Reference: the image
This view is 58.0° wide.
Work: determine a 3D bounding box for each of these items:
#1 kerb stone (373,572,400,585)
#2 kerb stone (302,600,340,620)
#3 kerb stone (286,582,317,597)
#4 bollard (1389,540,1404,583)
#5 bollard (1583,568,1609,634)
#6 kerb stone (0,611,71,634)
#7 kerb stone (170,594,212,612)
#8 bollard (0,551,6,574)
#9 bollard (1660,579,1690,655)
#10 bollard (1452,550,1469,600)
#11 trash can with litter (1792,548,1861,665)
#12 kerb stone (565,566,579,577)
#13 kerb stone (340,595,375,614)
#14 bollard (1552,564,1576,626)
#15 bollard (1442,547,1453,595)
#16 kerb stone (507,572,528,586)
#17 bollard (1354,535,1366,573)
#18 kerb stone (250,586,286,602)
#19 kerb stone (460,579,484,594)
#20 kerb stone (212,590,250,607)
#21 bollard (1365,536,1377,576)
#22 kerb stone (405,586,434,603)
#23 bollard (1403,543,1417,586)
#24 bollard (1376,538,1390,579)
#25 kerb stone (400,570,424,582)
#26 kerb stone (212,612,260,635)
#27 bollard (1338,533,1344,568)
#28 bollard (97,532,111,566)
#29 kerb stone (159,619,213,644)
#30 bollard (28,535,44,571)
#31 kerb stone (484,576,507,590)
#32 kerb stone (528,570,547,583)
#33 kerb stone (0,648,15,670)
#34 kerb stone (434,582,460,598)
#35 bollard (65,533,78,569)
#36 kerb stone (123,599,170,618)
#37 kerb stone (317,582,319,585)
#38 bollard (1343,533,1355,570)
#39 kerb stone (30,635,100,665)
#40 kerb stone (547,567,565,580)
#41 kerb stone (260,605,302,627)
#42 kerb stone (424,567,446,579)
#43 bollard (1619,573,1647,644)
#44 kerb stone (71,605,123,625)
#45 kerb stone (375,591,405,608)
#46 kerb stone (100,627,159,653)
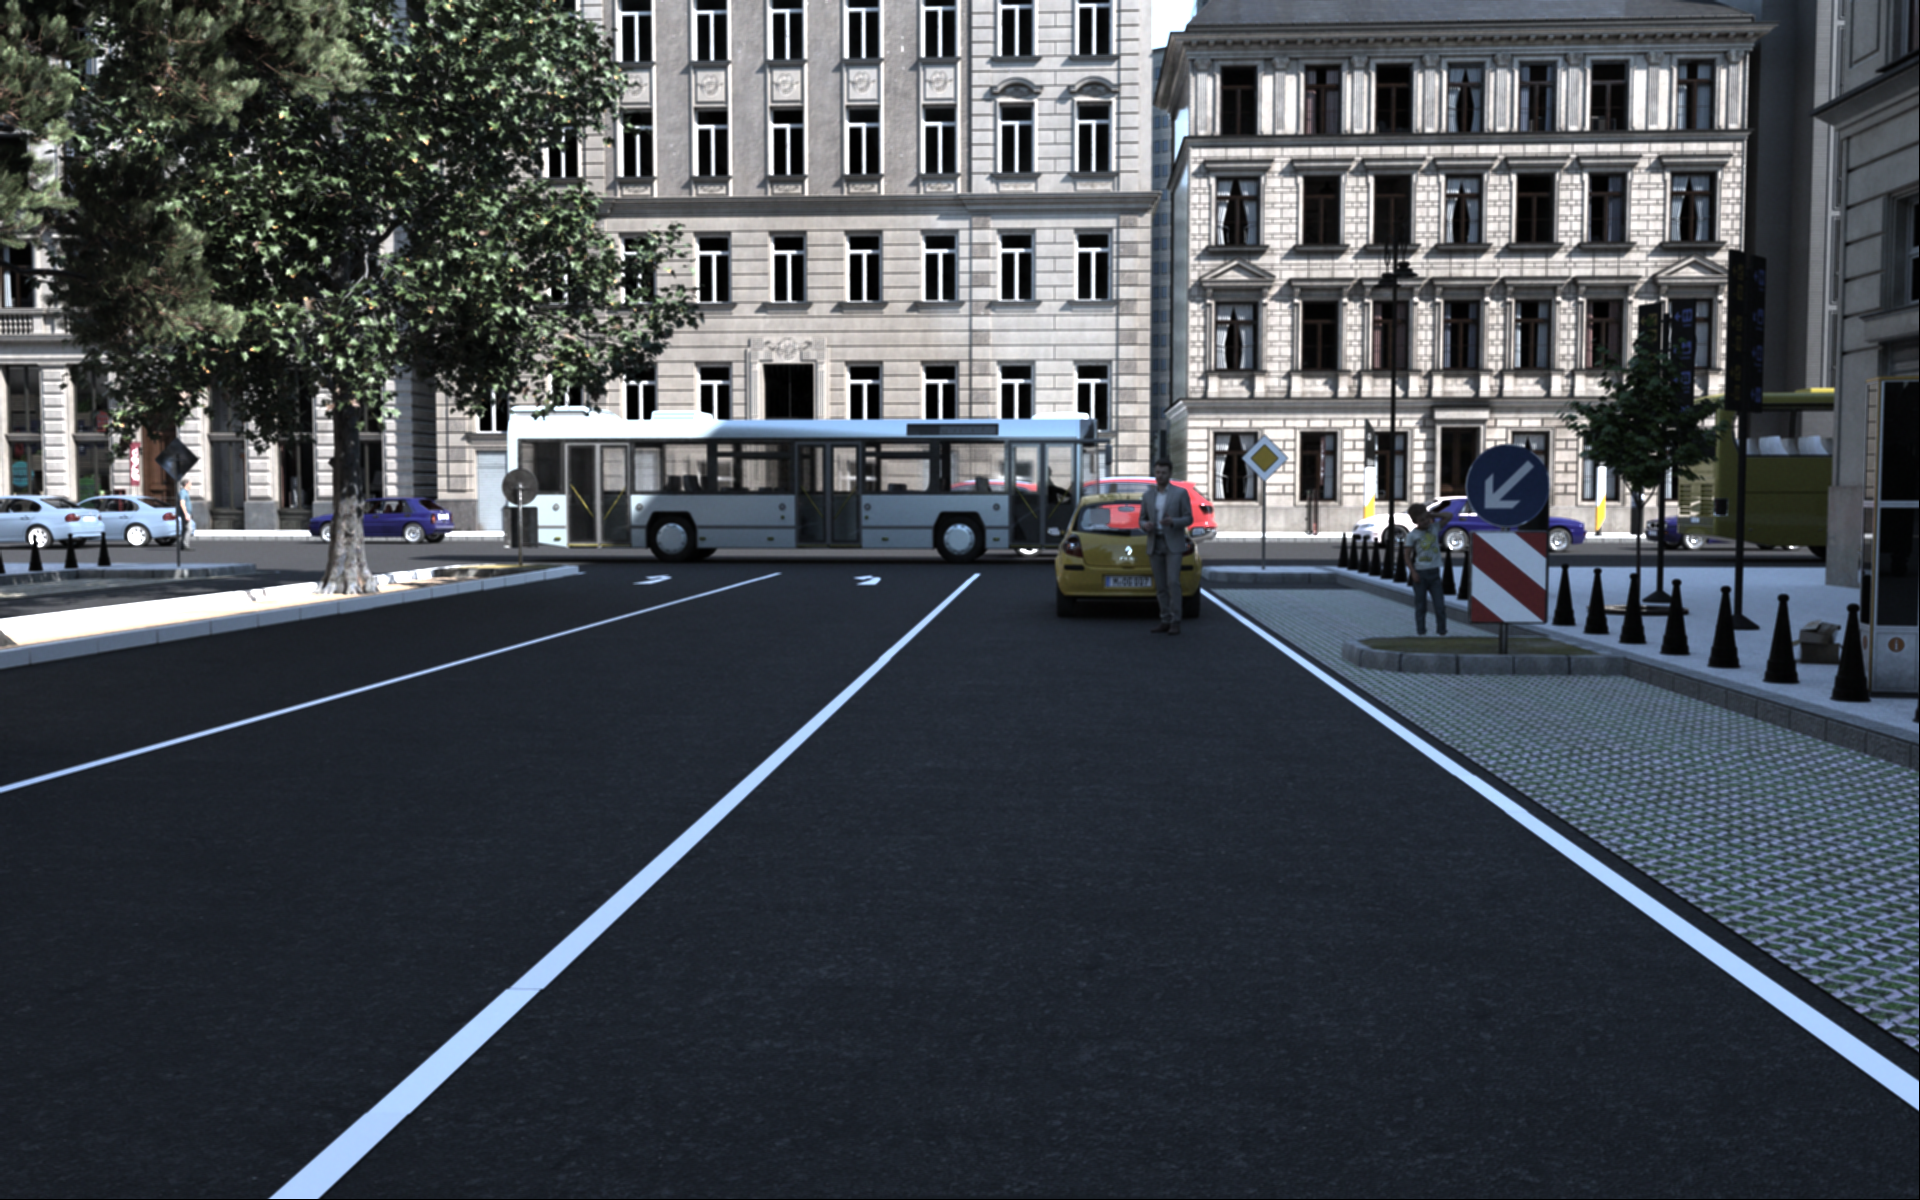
[{"bbox_3d":[-9.174,-0.323,27.481,0.120,0.150,1.000,0,4,3],"label":"kerb stone"},{"bbox_3d":[-7.508,0.125,20.149,0.120,0.150,1.000,0,4,3],"label":"kerb stone"},{"bbox_3d":[-9.364,-0.132,24.394,0.120,0.150,1.000,0,4,3],"label":"kerb stone"},{"bbox_3d":[6.414,-0.559,25.185,0.229,0.601,0.229,0,3,0],"label":"bollard"},{"bbox_3d":[5.860,0.007,15.932,0.229,0.601,0.229,0,3,0],"label":"bollard"},{"bbox_3d":[-9.730,0.243,18.231,0.120,0.150,1.000,0,4,3],"label":"kerb stone"},{"bbox_3d":[-9.542,0.054,21.313,0.120,0.150,1.000,0,4,3],"label":"kerb stone"},{"bbox_3d":[-15.488,-0.723,27.861,0.229,0.601,0.229,0,3,0],"label":"bollard"},{"bbox_3d":[5.736,0.132,13.877,0.229,0.601,0.229,0,3,0],"label":"bollard"},{"bbox_3d":[6.168,-0.308,21.077,0.229,0.601,0.229,0,3,0],"label":"bollard"},{"bbox_3d":[6.785,-0.098,12.997,1.055,1.170,0.624,1,4,22],"label":"trash can with litter"},{"bbox_3d":[-6.895,-0.503,30.415,0.120,0.150,1.000,0,4,3],"label":"kerb stone"},{"bbox_3d":[-7.445,0.062,21.177,0.120,0.150,1.000,0,4,3],"label":"kerb stone"},{"bbox_3d":[5.920,-0.056,16.960,0.229,0.601,0.229,0,3,0],"label":"bollard"},{"bbox_3d":[6.229,-0.371,22.102,0.229,0.601,0.229,0,3,0],"label":"bollard"},{"bbox_3d":[-7.071,-0.314,27.327,0.120,0.150,1.000,0,4,3],"label":"kerb stone"},{"bbox_3d":[6.604,-0.747,28.259,0.229,0.601,0.229,0,3,0],"label":"bollard"},{"bbox_3d":[-9.412,-0.070,23.362,0.120,0.150,1.000,0,4,3],"label":"kerb stone"},{"bbox_3d":[-7.206,-0.189,25.278,0.120,0.150,1.000,0,4,3],"label":"kerb stone"},{"bbox_3d":[-9.485,-0.009,22.340,0.120,0.150,1.000,0,4,3],"label":"kerb stone"},{"bbox_3d":[6.541,-0.685,27.234,0.229,0.601,0.229,0,3,0],"label":"bollard"},{"bbox_3d":[-7.331,-0.058,23.224,0.120,0.150,1.000,0,4,3],"label":"kerb stone"},{"bbox_3d":[6.351,-0.497,24.160,0.229,0.601,0.229,0,3,0],"label":"bollard"},{"bbox_3d":[6.478,-0.622,26.209,0.229,0.601,0.229,0,3,0],"label":"bollard"},{"bbox_3d":[-9.114,-0.386,28.504,0.120,0.150,1.000,0,4,3],"label":"kerb stone"},{"bbox_3d":[-7.631,0.251,18.093,0.120,0.150,1.000,0,4,3],"label":"kerb stone"},{"bbox_3d":[6.724,-0.873,30.322,0.229,0.601,0.229,0,3,0],"label":"bollard"},{"bbox_3d":[-15.298,-0.911,30.942,0.229,0.601,0.229,0,3,0],"label":"bollard"},{"bbox_3d":[-7.697,0.317,17.071,0.120,0.150,1.000,0,4,3],"label":"kerb stone"},{"bbox_3d":[-15.424,-0.786,28.885,0.229,0.601,0.229,0,3,0],"label":"bollard"},{"bbox_3d":[-7.135,-0.250,26.300,0.120,0.150,1.000,0,4,3],"label":"kerb stone"},{"bbox_3d":[-7.014,-0.377,28.359,0.120,0.150,1.000,0,4,3],"label":"kerb stone"},{"bbox_3d":[-7.881,0.506,14.000,0.120,0.150,1.000,0,4,3],"label":"kerb stone"},{"bbox_3d":[-7.267,-0.126,24.255,0.120,0.150,1.000,0,4,3],"label":"kerb stone"},{"bbox_3d":[-15.362,-0.849,29.917,0.229,0.601,0.229,0,3,0],"label":"bollard"},{"bbox_3d":[-9.608,0.117,20.291,0.120,0.150,1.000,0,4,3],"label":"kerb stone"},{"bbox_3d":[-9.295,-0.197,25.416,0.120,0.150,1.000,0,4,3],"label":"kerb stone"},{"bbox_3d":[6.663,-0.811,29.297,0.229,0.601,0.229,0,3,0],"label":"bollard"},{"bbox_3d":[-7.818,0.439,15.023,0.120,0.150,1.000,0,4,3],"label":"kerb stone"},{"bbox_3d":[-6.947,-0.440,29.390,0.120,0.150,1.000,0,4,3],"label":"kerb stone"},{"bbox_3d":[-7.570,0.188,19.124,0.120,0.150,1.000,0,4,3],"label":"kerb stone"},{"bbox_3d":[-9.047,-0.449,29.537,0.120,0.150,1.000,0,4,3],"label":"kerb stone"},{"bbox_3d":[5.796,0.069,14.907,0.229,0.601,0.229,0,3,0],"label":"bollard"},{"bbox_3d":[-9.671,0.179,19.268,0.120,0.150,1.000,0,4,3],"label":"kerb stone"},{"bbox_3d":[-7.393,0.002,22.200,0.120,0.150,1.000,0,4,3],"label":"kerb stone"},{"bbox_3d":[-7.764,0.376,16.048,0.120,0.150,1.000,0,4,3],"label":"kerb stone"}]
